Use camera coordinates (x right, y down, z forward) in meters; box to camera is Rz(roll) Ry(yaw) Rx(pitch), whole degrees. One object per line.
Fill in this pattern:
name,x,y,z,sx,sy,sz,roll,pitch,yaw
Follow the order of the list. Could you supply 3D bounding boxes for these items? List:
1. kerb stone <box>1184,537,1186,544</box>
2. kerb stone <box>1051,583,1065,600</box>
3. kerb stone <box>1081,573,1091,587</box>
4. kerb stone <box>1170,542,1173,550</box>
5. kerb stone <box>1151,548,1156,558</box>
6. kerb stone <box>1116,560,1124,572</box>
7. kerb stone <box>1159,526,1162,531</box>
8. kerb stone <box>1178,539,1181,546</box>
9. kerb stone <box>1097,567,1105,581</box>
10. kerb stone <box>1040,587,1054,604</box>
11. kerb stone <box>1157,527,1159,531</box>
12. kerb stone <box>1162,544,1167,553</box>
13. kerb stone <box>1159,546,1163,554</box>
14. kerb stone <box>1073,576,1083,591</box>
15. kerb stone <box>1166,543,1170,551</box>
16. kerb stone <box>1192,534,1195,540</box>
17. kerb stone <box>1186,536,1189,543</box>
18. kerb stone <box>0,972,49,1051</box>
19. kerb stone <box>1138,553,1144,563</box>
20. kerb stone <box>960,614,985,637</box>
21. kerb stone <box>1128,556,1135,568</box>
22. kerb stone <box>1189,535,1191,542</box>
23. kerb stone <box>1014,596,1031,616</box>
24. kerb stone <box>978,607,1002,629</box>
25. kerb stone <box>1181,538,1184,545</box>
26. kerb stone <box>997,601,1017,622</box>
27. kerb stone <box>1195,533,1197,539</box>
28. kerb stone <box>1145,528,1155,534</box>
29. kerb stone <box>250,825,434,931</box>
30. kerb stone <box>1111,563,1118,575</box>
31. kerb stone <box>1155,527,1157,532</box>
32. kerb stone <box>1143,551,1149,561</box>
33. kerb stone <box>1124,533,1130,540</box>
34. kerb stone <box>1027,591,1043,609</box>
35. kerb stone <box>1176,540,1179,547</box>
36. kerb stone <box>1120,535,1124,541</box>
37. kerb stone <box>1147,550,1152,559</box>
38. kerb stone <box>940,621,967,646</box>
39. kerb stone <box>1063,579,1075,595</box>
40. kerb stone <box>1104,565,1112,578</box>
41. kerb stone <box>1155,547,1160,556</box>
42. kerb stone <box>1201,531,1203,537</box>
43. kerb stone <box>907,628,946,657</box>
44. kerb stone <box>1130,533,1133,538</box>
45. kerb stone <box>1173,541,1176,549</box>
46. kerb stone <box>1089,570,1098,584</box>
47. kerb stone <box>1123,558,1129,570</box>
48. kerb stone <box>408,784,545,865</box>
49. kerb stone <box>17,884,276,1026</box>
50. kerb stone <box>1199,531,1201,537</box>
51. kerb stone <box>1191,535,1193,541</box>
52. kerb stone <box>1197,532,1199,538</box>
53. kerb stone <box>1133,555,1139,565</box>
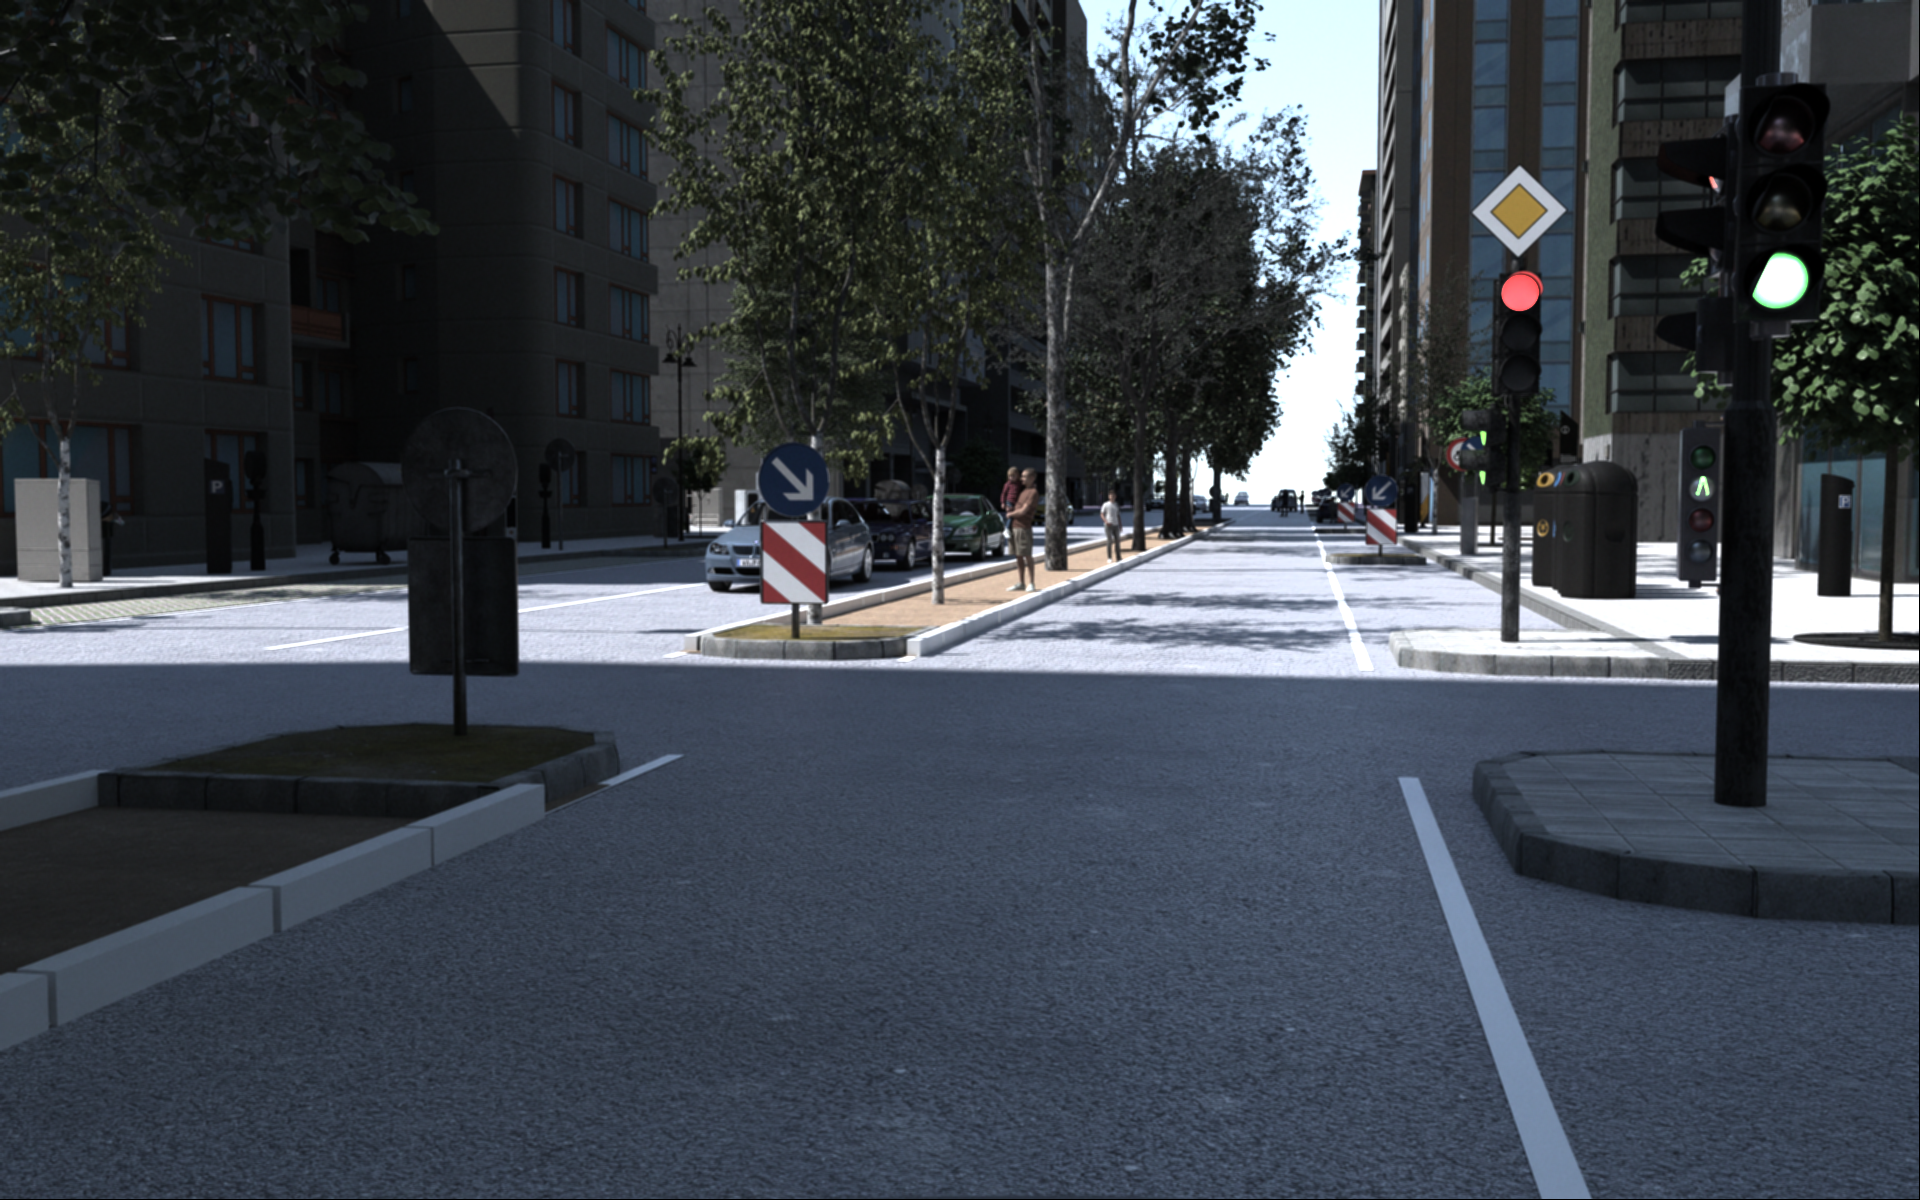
kerb stone,6.226,-1.632,48.930,0.120,0.150,1.000,1,4,11
kerb stone,1.273,-0.096,23.762,0.120,0.150,1.000,1,4,11
kerb stone,1.869,-0.275,26.786,0.120,0.150,1.000,1,4,11
kerb stone,5.232,-1.324,43.894,0.120,0.150,1.000,1,4,11
kerb stone,4.245,-1.019,38.852,0.120,0.150,1.000,1,4,11
kerb stone,2.856,-0.588,31.811,0.120,0.150,1.000,1,4,11
kerb stone,7.538,-2.707,66.451,0.120,0.150,1.000,1,4,11
kerb stone,5.830,-1.512,46.915,0.120,0.150,1.000,1,4,11
kerb stone,2.254,-0.403,28.793,0.120,0.150,1.000,1,4,11
kerb stone,1.073,-0.034,22.752,0.120,0.150,1.000,1,4,11
kerb stone,7.341,-2.645,65.448,0.120,0.150,1.000,1,4,11
kerb stone,4.842,-1.204,41.877,0.120,0.150,1.000,1,4,11
kerb stone,4.640,-1.138,40.868,0.120,0.150,1.000,1,4,11
kerb stone,1.668,-0.219,25.774,0.120,0.150,1.000,1,4,11
kerb stone,5.048,-1.266,42.887,0.120,0.150,1.000,1,4,11
kerb stone,7.015,-1.881,52.952,0.120,0.150,1.000,1,4,11
kerb stone,6.424,-1.697,49.937,0.120,0.150,1.000,1,4,11
kerb stone,-2.590,1.104,4.146,0.120,0.150,1.000,1,4,11
kerb stone,3.648,-0.832,35.832,0.120,0.150,1.000,1,4,11
kerb stone,0.084,0.276,17.730,0.120,0.150,1.000,1,4,11
kerb stone,3.259,-0.708,33.820,0.120,0.150,1.000,1,4,11
kerb stone,6.622,-1.758,50.941,0.120,0.150,1.000,1,4,11
kerb stone,0.687,0.089,20.745,0.120,0.150,1.000,1,4,11
kerb stone,0.278,0.212,18.733,0.120,0.150,1.000,1,4,11
kerb stone,6.032,-1.574,47.926,0.120,0.150,1.000,1,4,11
kerb stone,0.482,0.150,19.743,0.120,0.150,1.000,1,4,11
kerb stone,7.218,-1.943,53.956,0.120,0.150,1.000,1,4,11
kerb stone,6.949,-2.523,63.442,0.120,0.150,1.000,1,4,11
kerb stone,-2.186,0.981,6.172,0.120,0.150,1.000,1,4,11
kerb stone,2.655,-0.526,30.801,0.120,0.150,1.000,1,4,11
kerb stone,7.147,-2.584,64.444,0.120,0.150,1.000,1,4,11
kerb stone,3.855,-0.896,36.844,0.120,0.150,1.000,1,4,11
kerb stone,5.166,-1.969,54.395,0.120,0.150,1.000,1,4,11
kerb stone,0.873,0.027,21.750,0.120,0.150,1.000,1,4,11
kerb stone,5.629,-1.450,45.901,0.120,0.150,1.000,1,4,11
kerb stone,4.770,-1.846,52.375,0.120,0.150,1.000,1,4,11
kerb stone,4.044,-0.957,37.850,0.120,0.150,1.000,1,4,11
kerb stone,-0.114,0.334,16.727,0.120,0.150,1.000,1,4,11
kerb stone,1.481,-0.157,24.769,0.120,0.150,1.000,1,4,11
kerb stone,2.457,-0.464,29.798,0.120,0.150,1.000,1,4,11
kerb stone,4.434,-1.080,39.859,0.120,0.150,1.000,1,4,11
kerb stone,7.807,-2.126,56.973,0.120,0.150,1.000,1,4,11
kerb stone,-0.313,0.396,15.724,0.120,0.150,1.000,1,4,11
kerb stone,5.368,-2.031,55.398,0.120,0.150,1.000,1,4,11
kerb stone,5.434,-1.389,44.898,0.120,0.150,1.000,1,4,11
kerb stone,2.058,-0.341,27.790,0.120,0.150,1.000,1,4,11
kerb stone,3.055,-0.647,32.818,0.120,0.150,1.000,1,4,11
kerb stone,-1.991,0.919,7.176,0.120,0.150,1.000,1,4,11
kerb stone,-2.391,1.042,5.158,0.120,0.150,1.000,1,4,11
kerb stone,7.620,-2.066,55.968,0.120,0.150,1.000,1,4,11
kerb stone,6.819,-1.817,51.944,0.120,0.150,1.000,1,4,11
kerb stone,7.417,-2.004,54.960,0.120,0.150,1.000,1,4,11
kerb stone,3.451,-0.773,34.829,0.120,0.150,1.000,1,4,11
